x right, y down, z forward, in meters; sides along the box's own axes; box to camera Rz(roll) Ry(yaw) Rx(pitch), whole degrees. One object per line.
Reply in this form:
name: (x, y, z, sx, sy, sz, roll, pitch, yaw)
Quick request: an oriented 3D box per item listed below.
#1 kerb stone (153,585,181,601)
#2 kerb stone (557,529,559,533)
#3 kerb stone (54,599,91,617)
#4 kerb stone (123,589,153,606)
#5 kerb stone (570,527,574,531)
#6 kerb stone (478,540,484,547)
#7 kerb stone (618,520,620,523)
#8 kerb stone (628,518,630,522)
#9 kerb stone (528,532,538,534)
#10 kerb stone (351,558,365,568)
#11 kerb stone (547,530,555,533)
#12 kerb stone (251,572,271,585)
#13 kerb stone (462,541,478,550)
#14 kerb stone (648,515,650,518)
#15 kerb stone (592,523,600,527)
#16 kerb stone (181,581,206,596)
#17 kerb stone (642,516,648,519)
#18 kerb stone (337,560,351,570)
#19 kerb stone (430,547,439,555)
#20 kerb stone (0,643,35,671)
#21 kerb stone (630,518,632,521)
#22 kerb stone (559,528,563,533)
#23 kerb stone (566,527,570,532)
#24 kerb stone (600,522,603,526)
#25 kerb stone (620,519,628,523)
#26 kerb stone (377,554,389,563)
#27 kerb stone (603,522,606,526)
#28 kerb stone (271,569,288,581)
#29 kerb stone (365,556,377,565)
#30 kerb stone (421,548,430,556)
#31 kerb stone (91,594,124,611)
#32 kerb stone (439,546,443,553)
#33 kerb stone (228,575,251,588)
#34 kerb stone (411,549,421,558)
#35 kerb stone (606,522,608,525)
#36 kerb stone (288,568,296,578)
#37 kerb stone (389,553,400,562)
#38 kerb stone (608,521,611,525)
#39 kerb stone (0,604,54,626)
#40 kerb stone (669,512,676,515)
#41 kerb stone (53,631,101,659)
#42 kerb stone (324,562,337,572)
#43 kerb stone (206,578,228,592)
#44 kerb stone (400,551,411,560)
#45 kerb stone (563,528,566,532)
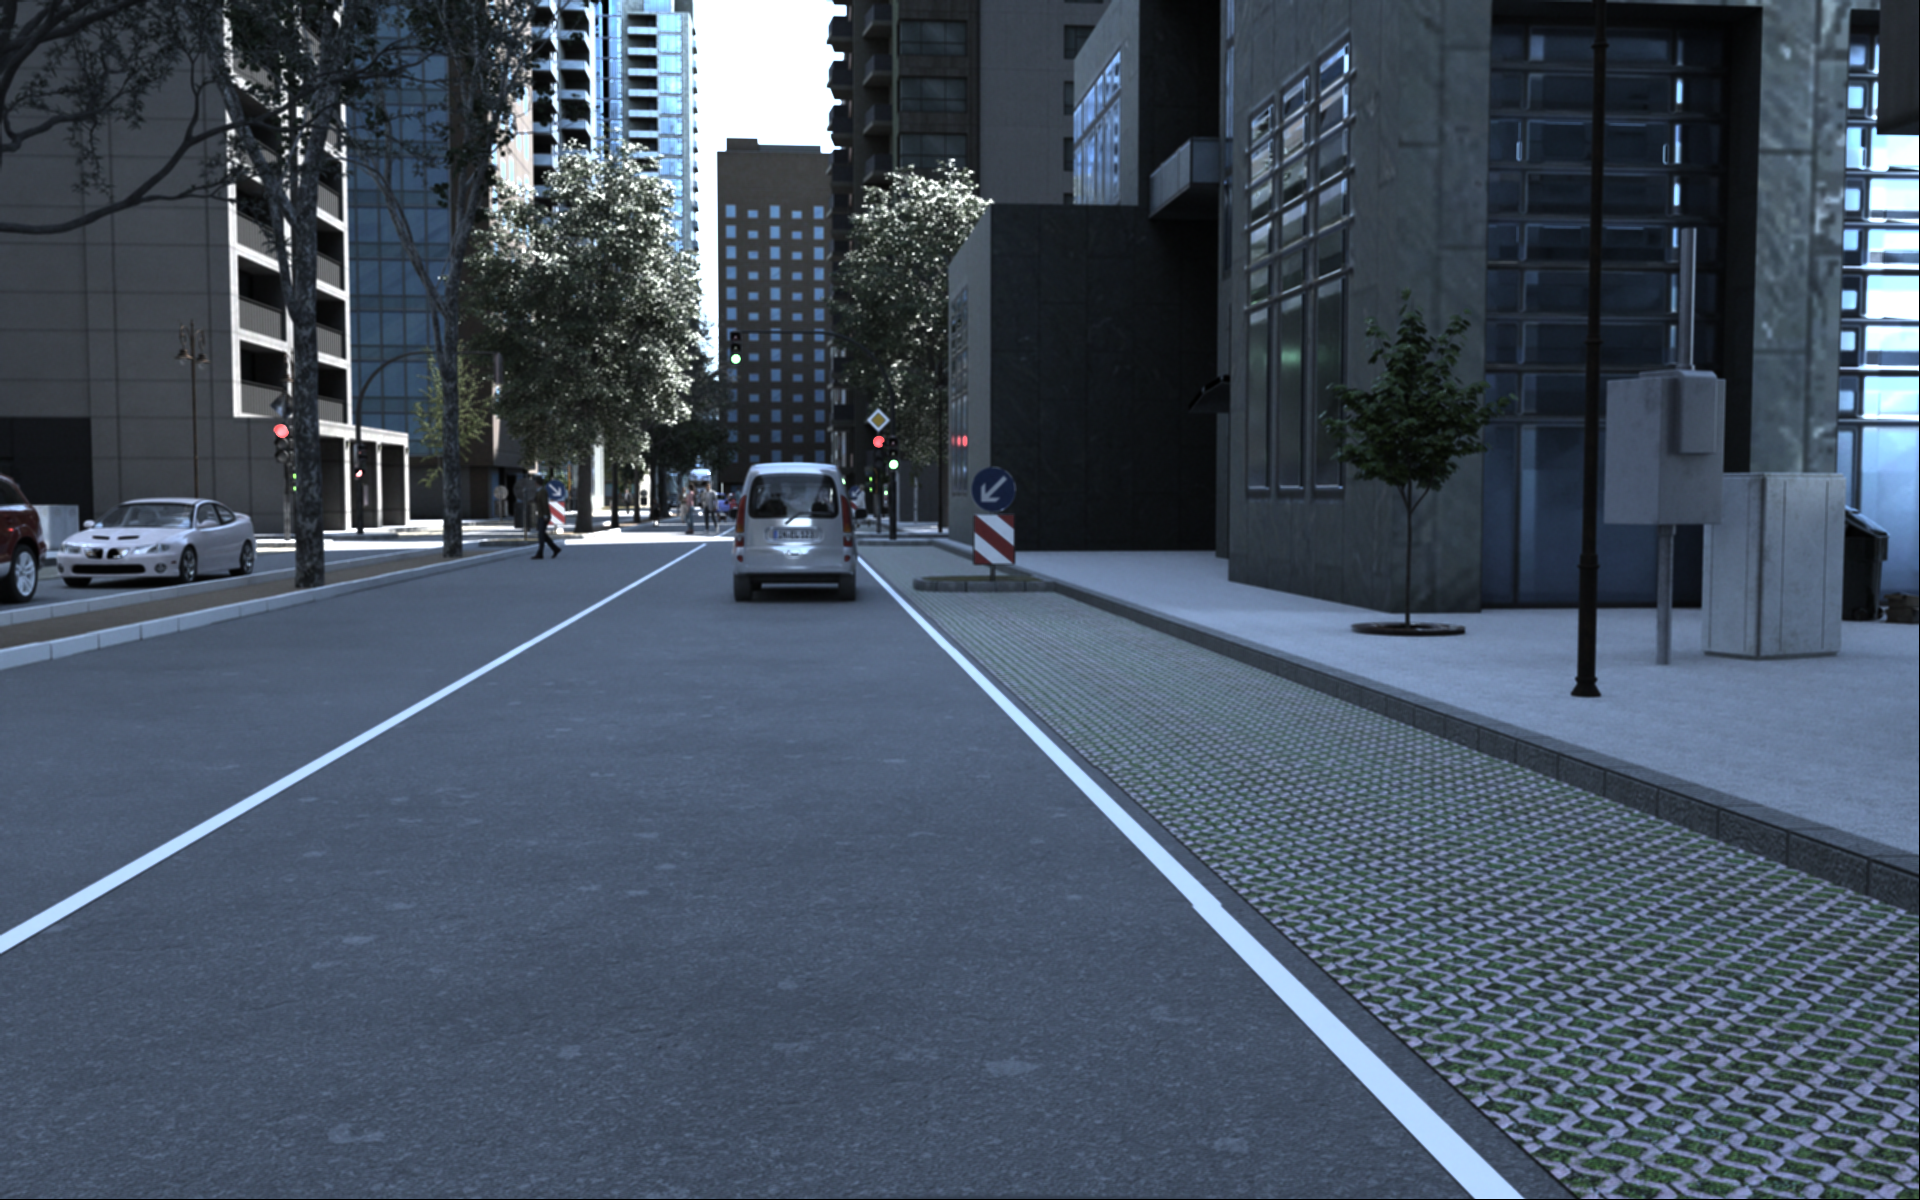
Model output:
kerb stone: (-10.845, -0.079, 23.486, 0.120, 0.150, 1.000, 0, 4, -5)
kerb stone: (-14.523, -2.421, 61.771, 0.120, 0.150, 1.000, 0, 4, -5)
kerb stone: (-10.550, 0.108, 20.424, 0.120, 0.150, 1.000, 0, 4, -5)
kerb stone: (-10.748, -0.017, 22.467, 0.120, 0.150, 1.000, 0, 4, -5)
kerb stone: (-14.916, -2.666, 65.848, 0.120, 0.150, 1.000, 0, 4, -5)
kerb stone: (-13.102, -1.512, 46.980, 0.120, 0.150, 1.000, 0, 4, -5)
kerb stone: (-16.584, -3.726, 83.195, 0.120, 0.150, 1.000, 0, 4, -5)
kerb stone: (-17.069, -4.036, 88.283, 0.120, 0.150, 1.000, 0, 4, -5)
kerb stone: (-14.033, -2.108, 56.664, 0.120, 0.150, 1.000, 0, 4, -5)
kerb stone: (-11.819, -0.703, 33.696, 0.120, 0.150, 1.000, 0, 4, -5)
kerb stone: (-14.427, -2.356, 60.751, 0.120, 0.150, 1.000, 0, 4, -5)
kerb stone: (-11.231, -0.329, 27.572, 0.120, 0.150, 1.000, 0, 4, -5)
kerb stone: (-13.010, -1.454, 45.962, 0.120, 0.150, 1.000, 0, 4, -5)
kerb stone: (-18.257, -4.792, 100.545, 0.120, 0.150, 1.000, 0, 4, -5)
kerb stone: (-15.810, -3.232, 75.042, 0.120, 0.150, 1.000, 0, 4, -5)
kerb stone: (-10.938, -0.141, 24.505, 0.120, 0.150, 1.000, 0, 4, -5)
kerb stone: (-18.149, -4.730, 99.524, 0.120, 0.150, 1.000, 0, 4, -5)
kerb stone: (-11.729, -0.640, 32.664, 0.120, 0.150, 1.000, 0, 4, -5)
kerb stone: (-12.511, -1.141, 40.856, 0.120, 0.150, 1.000, 0, 4, -5)
kerb stone: (-7.876, 0.472, 14.471, 0.120, 0.150, 1.000, 0, 4, -5)
kerb stone: (-17.170, -4.104, 89.300, 0.120, 0.150, 1.000, 0, 4, -5)
kerb stone: (-14.617, -2.482, 62.789, 0.120, 0.150, 1.000, 0, 4, -5)
kerb stone: (-14.819, -2.608, 64.830, 0.120, 0.150, 1.000, 0, 4, -5)
kerb stone: (-15.895, -3.295, 76.061, 0.120, 0.150, 1.000, 0, 4, -5)
kerb stone: (-16.979, -3.980, 87.265, 0.120, 0.150, 1.000, 0, 4, -5)
kerb stone: (-12.022, -0.828, 35.736, 0.120, 0.150, 1.000, 0, 4, -5)
kerb stone: (-15.998, -3.356, 77.081, 0.120, 0.150, 1.000, 0, 4, -5)
kerb stone: (-11.339, -0.391, 28.591, 0.120, 0.150, 1.000, 0, 4, -5)
kerb stone: (-11.923, -0.766, 34.712, 0.120, 0.150, 1.000, 0, 4, -5)
kerb stone: (-12.422, -1.079, 39.838, 0.120, 0.150, 1.000, 0, 4, -5)
kerb stone: (-10.645, 0.050, 21.449, 0.120, 0.150, 1.000, 0, 4, -5)
kerb stone: (-12.612, -1.204, 41.875, 0.120, 0.150, 1.000, 0, 4, -5)
kerb stone: (-11.137, -0.265, 26.554, 0.120, 0.150, 1.000, 0, 4, -5)
kerb stone: (-12.316, -1.015, 38.817, 0.120, 0.150, 1.000, 0, 4, -5)
kerb stone: (-16.093, -3.417, 78.099, 0.120, 0.150, 1.000, 0, 4, -5)
kerb stone: (-11.433, -0.454, 29.611, 0.120, 0.150, 1.000, 0, 4, -5)
kerb stone: (-12.118, -0.889, 36.770, 0.120, 0.150, 1.000, 0, 4, -5)
kerb stone: (-16.188, -3.477, 79.117, 0.120, 0.150, 1.000, 0, 4, -5)
kerb stone: (-10.454, 0.171, 19.398, 0.120, 0.150, 1.000, 0, 4, -5)
kerb stone: (-20.412, -6.165, 122.992, 0.120, 0.150, 1.000, 0, 4, -5)
kerb stone: (-7.969, 0.418, 15.489, 0.120, 0.150, 1.000, 0, 4, -5)
kerb stone: (-11.630, -0.578, 31.647, 0.120, 0.150, 1.000, 0, 4, -5)
kerb stone: (-11.043, -0.203, 25.522, 0.120, 0.150, 1.000, 0, 4, -5)
kerb stone: (-12.218, -0.954, 37.790, 0.120, 0.150, 1.000, 0, 4, -5)
kerb stone: (-14.719, -2.543, 63.809, 0.120, 0.150, 1.000, 0, 4, -5)
